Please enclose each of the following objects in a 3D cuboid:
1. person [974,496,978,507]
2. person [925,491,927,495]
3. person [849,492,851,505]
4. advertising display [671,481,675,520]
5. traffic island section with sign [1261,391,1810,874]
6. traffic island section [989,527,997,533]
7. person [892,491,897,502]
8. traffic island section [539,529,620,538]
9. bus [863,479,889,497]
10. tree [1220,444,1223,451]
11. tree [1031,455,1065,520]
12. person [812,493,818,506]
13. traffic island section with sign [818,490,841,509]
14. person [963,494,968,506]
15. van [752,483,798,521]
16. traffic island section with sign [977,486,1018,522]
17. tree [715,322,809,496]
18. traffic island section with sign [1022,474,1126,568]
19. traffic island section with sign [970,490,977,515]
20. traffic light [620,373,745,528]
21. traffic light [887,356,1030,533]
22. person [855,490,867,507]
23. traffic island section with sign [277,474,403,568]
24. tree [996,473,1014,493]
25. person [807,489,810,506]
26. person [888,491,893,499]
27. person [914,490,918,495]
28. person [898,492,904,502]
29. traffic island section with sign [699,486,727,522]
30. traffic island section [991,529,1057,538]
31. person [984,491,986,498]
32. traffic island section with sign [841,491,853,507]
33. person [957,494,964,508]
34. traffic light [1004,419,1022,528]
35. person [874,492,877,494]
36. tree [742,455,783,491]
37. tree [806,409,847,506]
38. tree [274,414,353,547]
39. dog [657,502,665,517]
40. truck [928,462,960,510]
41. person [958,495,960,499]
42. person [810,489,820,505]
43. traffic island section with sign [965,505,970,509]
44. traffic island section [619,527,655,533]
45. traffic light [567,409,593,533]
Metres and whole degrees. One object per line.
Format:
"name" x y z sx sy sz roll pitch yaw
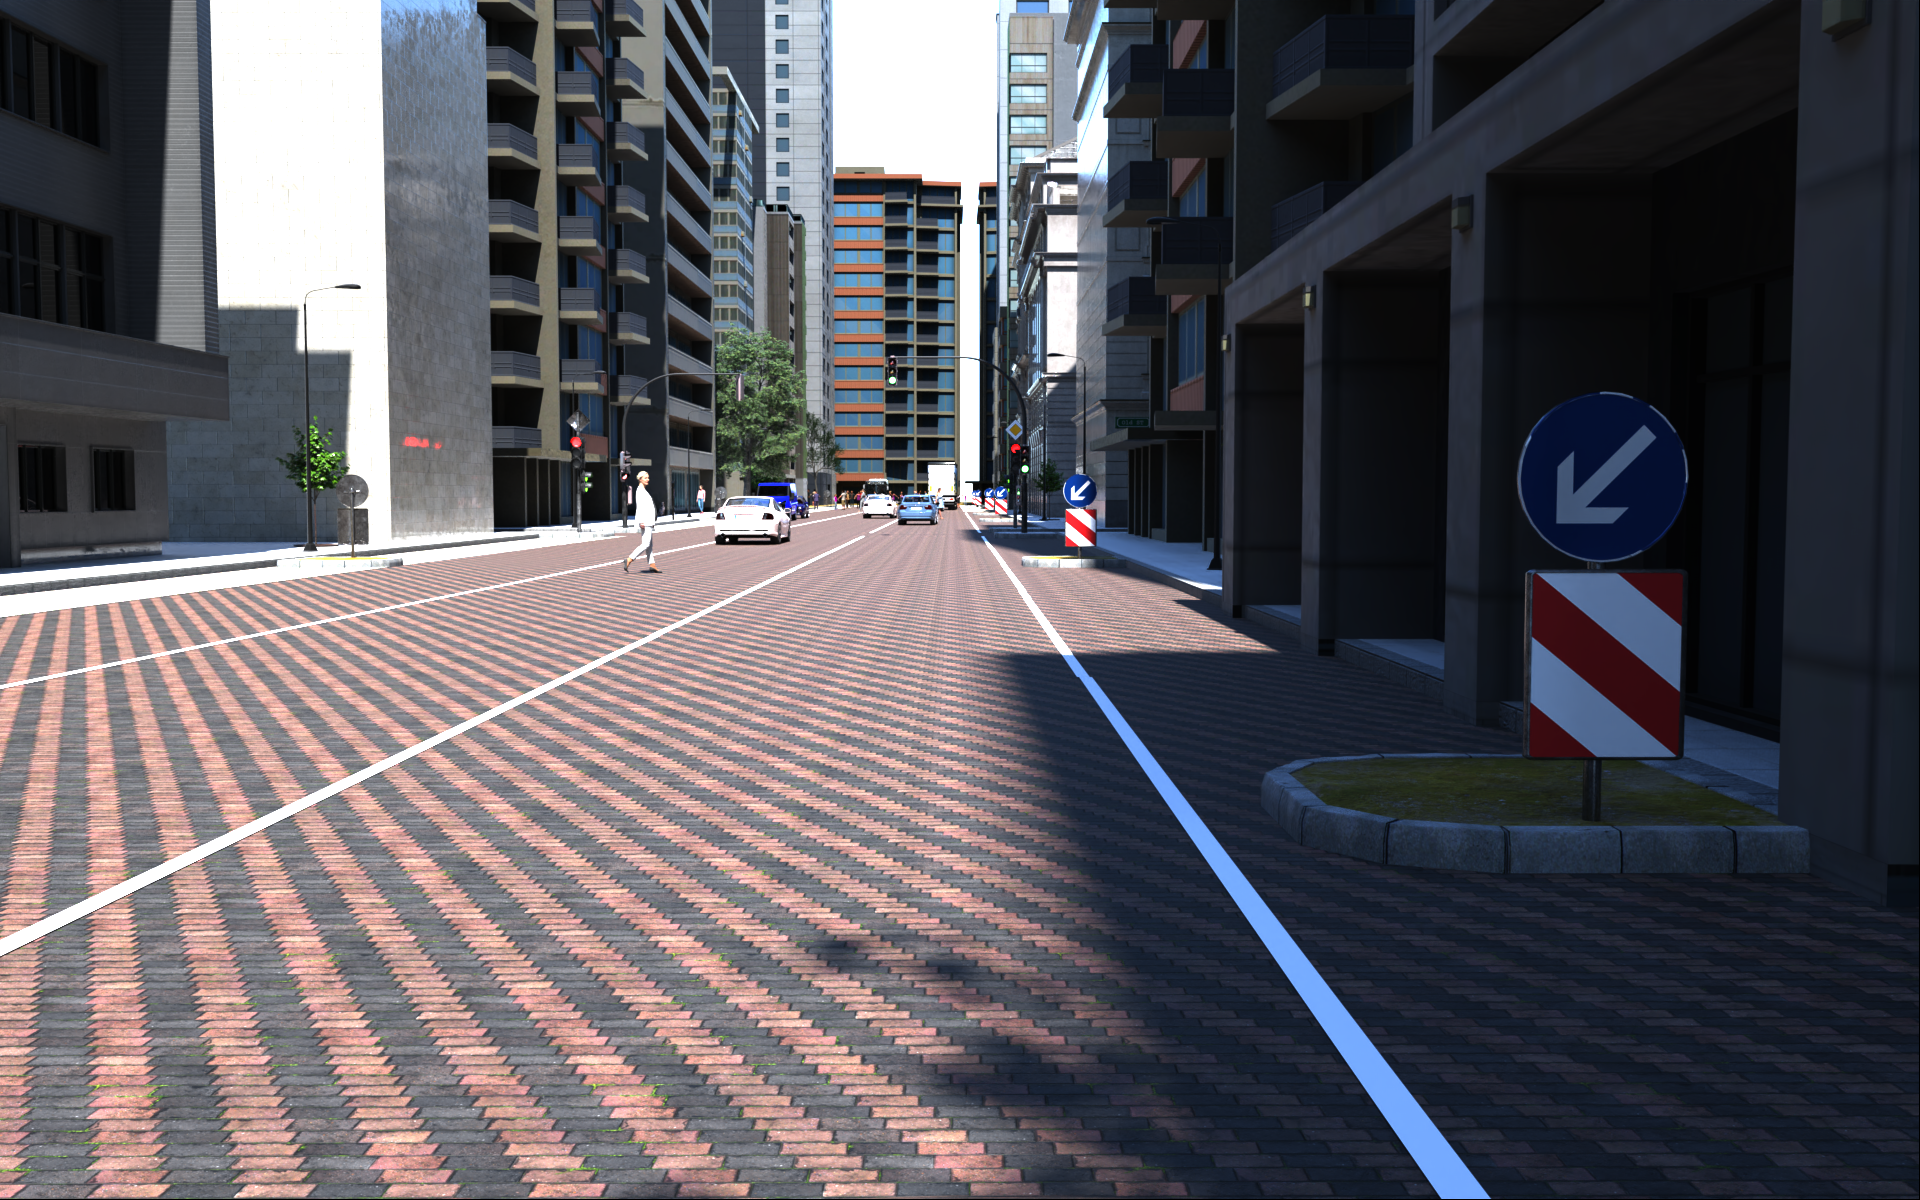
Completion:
"person" 1.681 -10.466 180.441 0.721 1.723 1.217 1 4 13
"person" -4.206 -12.368 210.708 0.705 1.826 1.348 -1 4 -15
"person" -12.694 -11.618 199.169 0.721 1.735 1.217 3 5 39
"advertising display" -14.135 -4.901 85.344 0.123 1.923 0.974 0 4 -7
"traffic island section with sign" 2.379 0.070 7.484 1.989 1.847 2.006 0 4 0
"traffic island section" 2.107 -2.631 65.293 2.009 0.180 2.903 0 4 0
"person" -6.927 -10.414 179.452 1.217 1.739 0.721 0 4 7
"traffic island section" -12.598 -2.139 57.246 2.009 0.180 2.903 0 4 0
"bus" -9.901 -12.952 206.623 2.948 3.499 13.247 0 4 -1
"tree" 4.557 -1.856 24.950 1.663 3.219 1.824 0 3 0
"tree" 4.258 -5.520 84.849 1.663 3.219 1.824 0 3 0
"person" -15.496 -10.787 185.604 0.628 1.438 0.799 1 4 23
"traffic island section with sign" -12.774 -9.686 166.990 1.989 1.847 2.006 0 4 0
"person" 0.661 -12.240 211.842 0.991 1.433 0.599 0 4 -2
"van" -9.861 -5.417 92.946 2.240 2.365 5.245 0 4 0
"traffic island section with sign" 2.003 -4.970 89.892 1.989 1.847 2.006 0 4 0
"tree" -15.915 -13.649 129.819 9.857 13.997 8.962 0 3 0
"traffic island section with sign" 2.247 -1.594 34.686 1.989 1.847 2.006 0 4 0
"traffic island section with sign" 1.872 -6.667 117.640 1.989 1.847 2.006 0 4 0
"traffic light" -10.503 -5.534 65.141 4.771 5.953 1.251 0 4 0
"traffic light" 0.012 -5.038 57.043 4.771 5.953 1.251 0 4 0
"person" -10.656 -10.883 186.372 1.348 1.831 0.705 1 4 19
"traffic island section with sign" -12.161 -1.567 34.245 1.989 1.847 2.006 0 4 0
"tree" 3.741 -9.155 144.281 1.663 3.219 1.824 0 3 0
"person" -16.401 -11.087 187.339 0.705 1.821 1.348 -1 4 -18
"person" -7.228 -10.295 177.348 0.721 1.766 1.217 -2 4 -35
"person" -3.720 -8.203 143.066 0.568 1.767 0.683 -1 4 -21
"person" -6.630 -11.530 197.834 1.217 1.723 0.721 -3 5 -44
"traffic island section with sign" -12.430 -4.977 89.996 1.989 1.847 2.006 0 4 0
"traffic island section" 2.143 -2.142 57.308 2.009 0.180 2.903 0 4 0
"person" 3.291 -12.787 215.939 0.721 1.723 1.217 0 4 7
"traffic island section with sign" -12.892 -11.334 193.945 1.989 1.847 2.006 0 4 0
"person" 0.017 -10.165 177.882 0.628 1.438 0.799 2 4 27
"traffic light" 2.066 -4.664 65.179 0.839 4.253 0.868 0 4 0
"person" -9.666 -11.386 195.443 0.721 1.735 1.217 -2 4 -28
"tree" -15.592 -9.462 138.420 4.285 4.588 4.351 0 3 0
"tree" -15.681 -15.444 186.926 7.601 10.594 8.767 2 4 24
"tree" -15.642 -2.904 42.081 1.663 3.219 1.824 0 3 0
"dog" -17.144 -5.159 98.732 0.800 0.831 0.513 -2 4 -29
"truck" -1.511 -10.382 158.662 2.839 4.237 11.283 0 4 1
"person" -0.461 -9.784 168.599 1.348 1.807 0.705 -3 5 -39
"person" -15.887 -11.198 189.135 1.348 1.823 0.705 -1 4 -16
"traffic island section with sign" 1.647 -9.689 167.047 1.989 1.847 2.006 0 4 0
"traffic island section" -12.635 -2.627 65.231 2.009 0.180 2.903 0 4 0
"traffic light" -12.558 -4.171 57.111 0.839 4.253 0.868 0 4 0
